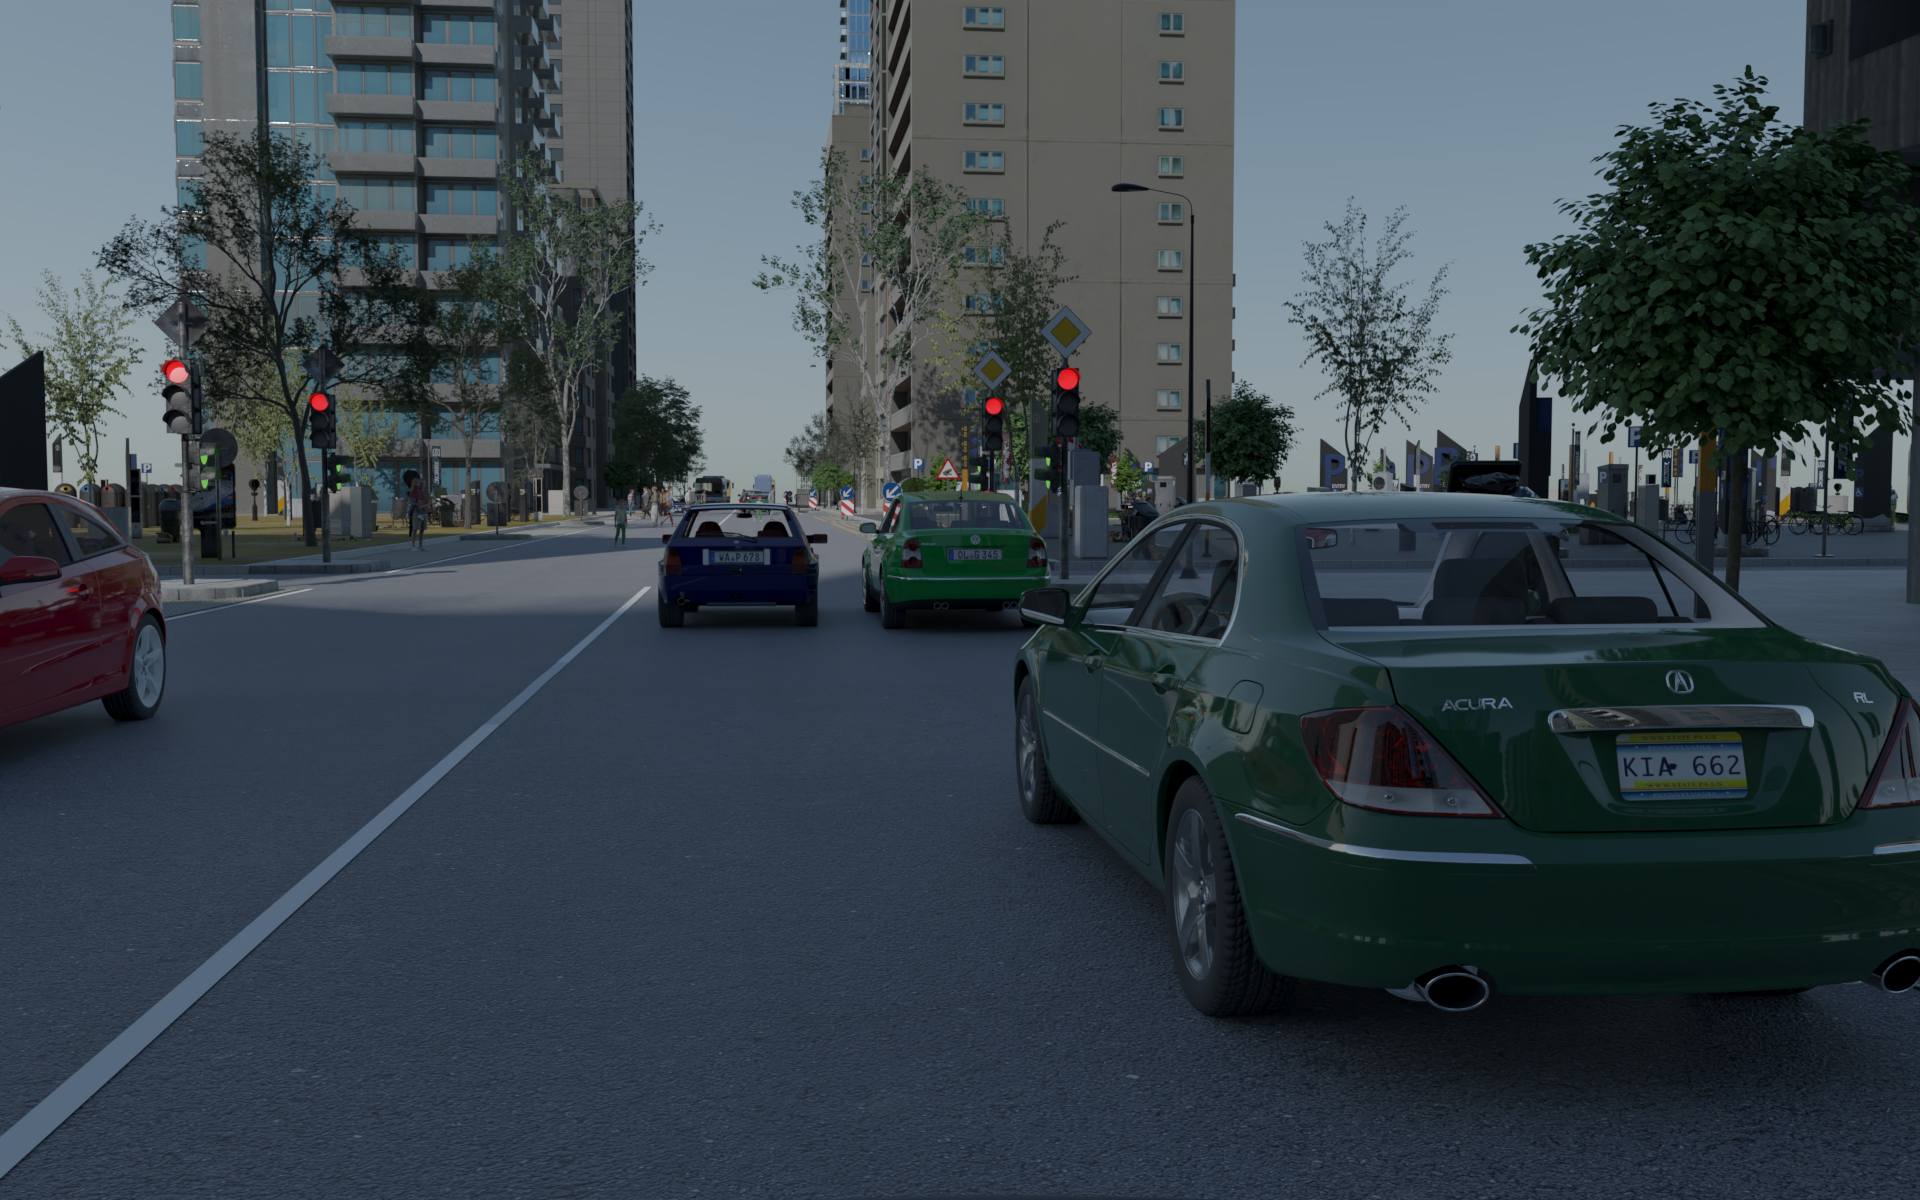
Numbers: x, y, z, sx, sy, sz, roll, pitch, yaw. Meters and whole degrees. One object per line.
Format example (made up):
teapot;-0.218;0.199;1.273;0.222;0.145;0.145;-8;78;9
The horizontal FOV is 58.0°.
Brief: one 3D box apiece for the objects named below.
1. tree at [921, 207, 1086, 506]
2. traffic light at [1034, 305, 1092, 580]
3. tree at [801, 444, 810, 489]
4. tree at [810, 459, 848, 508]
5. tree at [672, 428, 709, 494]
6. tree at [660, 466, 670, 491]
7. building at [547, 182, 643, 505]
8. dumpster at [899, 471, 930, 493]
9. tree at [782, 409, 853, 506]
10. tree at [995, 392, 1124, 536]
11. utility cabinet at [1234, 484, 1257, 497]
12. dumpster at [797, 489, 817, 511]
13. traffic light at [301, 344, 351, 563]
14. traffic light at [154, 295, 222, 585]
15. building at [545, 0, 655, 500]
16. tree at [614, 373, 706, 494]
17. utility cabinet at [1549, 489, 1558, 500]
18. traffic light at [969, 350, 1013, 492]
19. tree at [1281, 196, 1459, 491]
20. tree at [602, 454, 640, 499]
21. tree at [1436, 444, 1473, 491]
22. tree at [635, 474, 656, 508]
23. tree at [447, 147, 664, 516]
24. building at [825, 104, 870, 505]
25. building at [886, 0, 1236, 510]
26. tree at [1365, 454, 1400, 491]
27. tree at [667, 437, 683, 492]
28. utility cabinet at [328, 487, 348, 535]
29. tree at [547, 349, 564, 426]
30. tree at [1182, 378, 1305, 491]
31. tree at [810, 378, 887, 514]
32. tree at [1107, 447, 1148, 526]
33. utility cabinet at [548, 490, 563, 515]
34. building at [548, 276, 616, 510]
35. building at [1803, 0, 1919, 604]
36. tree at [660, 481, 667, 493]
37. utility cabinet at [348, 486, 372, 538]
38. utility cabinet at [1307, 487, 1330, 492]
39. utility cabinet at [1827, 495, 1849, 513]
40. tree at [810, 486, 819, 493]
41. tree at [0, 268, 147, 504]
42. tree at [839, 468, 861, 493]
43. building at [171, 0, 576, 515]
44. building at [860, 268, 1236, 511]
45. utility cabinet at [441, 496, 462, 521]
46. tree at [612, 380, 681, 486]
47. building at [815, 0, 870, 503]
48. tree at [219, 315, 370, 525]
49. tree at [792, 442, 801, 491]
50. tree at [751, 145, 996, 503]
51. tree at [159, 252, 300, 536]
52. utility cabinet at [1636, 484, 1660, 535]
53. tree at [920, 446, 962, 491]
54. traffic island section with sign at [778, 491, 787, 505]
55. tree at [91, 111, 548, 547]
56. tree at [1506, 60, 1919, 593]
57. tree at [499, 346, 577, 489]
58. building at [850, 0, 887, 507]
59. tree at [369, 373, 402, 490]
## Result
tree;1.337;-5.731;44.069;4.737;8.622;4.395;0;3;0
traffic light;1.550;-2.265;25.951;0.839;4.253;0.868;0;4;-7
tree;-12.878;-13.407;169.567;4.360;8.622;3.978;0;3;0
tree;-13.907;-11.909;178.424;4.285;4.588;4.351;0;3;0
tree;-42.362;-20.767;265.290;9.928;11.665;9.643;0;3;0
tree;-34.007;-15.050;196.423;4.360;8.622;3.978;0;3;0
building;-53.905;-31.224;202.386;32.217;40.220;23.993;0;4;-7
dumpster;-1.951;-4.329;73.278;1.502;2.255;1.985;0;4;-7
tree;-15.627;-15.720;191.432;8.767;10.594;7.601;0;4;3
tree;2.663;-4.523;57.672;4.285;4.588;4.351;0;3;0
utility cabinet;6.197;-1.766;37.561;0.318;1.500;1.173;0;4;0
dumpster;-13.234;-8.663;149.852;1.865;1.857;1.264;0;4;-7
traffic light;-11.866;-2.658;32.386;0.839;4.253;0.868;0;4;-7
traffic light;-10.922;-2.173;24.457;0.839;4.253;0.868;0;4;-7
building;-50.502;-48.074;224.261;20.563;71.187;20.611;0;4;-7
tree;-31.892;-16.913;183.176;9.857;13.997;8.962;0;3;0
utility cabinet;28.074;-4.484;81.987;1.173;1.500;0.318;1;4;21
traffic light;0.606;-2.750;33.880;0.839;4.253;0.868;0;4;-7
tree;10.230;-5.712;43.750;4.360;8.622;3.978;0;3;0
tree;-27.375;-9.533;139.572;4.285;4.588;4.351;0;3;0
tree;19.485;-4.481;67.872;1.663;3.219;1.824;0;3;0
tree;-29.562;-10.248;162.157;1.663;3.219;1.824;0;3;0
tree;-23.683;-14.780;97.537;12.611;20.169;13.585;0;3;0
building;-5.432;-36.026;212.723;21.300;48.544;21.600;0;4;-7
building;6.286;-30.454;121.622;21.300;48.544;21.600;0;4;-7
tree;20.273;-5.410;83.059;1.663;3.219;1.824;0;3;0
tree;-34.839;-15.732;207.576;4.737;8.622;4.395;0;3;0
utility cabinet;-19.323;-2.762;53.830;0.318;1.500;1.173;-3;5;-41
tree;-17.931;-7.918;63.867;8.767;10.594;7.601;3;5;40
tree;8.021;-3.982;48.818;4.285;4.588;4.351;0;3;0
tree;-6.289;-9.678;108.604;4.360;8.622;3.978;0;3;0
tree;6.661;-4.659;70.770;1.663;3.219;1.824;0;3;0
utility cabinet;-24.287;-5.883;104.859;1.173;1.500;0.318;0;4;3
building;-45.220;-18.673;150.337;27.650;21.520;28.899;0;4;-7
building;16.749;-15.011;17.132;14.160;30.474;14.107;0;4;-7
tree;-35.025;-12.744;202.962;1.663;3.219;1.824;0;3;0
utility cabinet;-17.551;-2.577;50.805;0.318;1.500;1.173;-2;4;-34
utility cabinet;11.179;-2.771;53.977;0.318;1.500;1.173;2;4;33
utility cabinet;40.864;-4.257;80.770;0.306;1.237;1.020;-2;4;-30
tree;-18.556;-13.982;223.205;1.663;3.219;1.824;0;3;0
tree;-28.245;-6.436;55.595;4.737;8.622;4.395;0;3;0
tree;-8.087;-8.151;127.865;1.663;3.219;1.824;0;3;0
building;-39.953;-30.623;120.292;23.786;49.044;30.456;0;4;-7
building;6.148;-18.572;148.693;27.650;21.520;28.899;0;4;-7
utility cabinet;-22.262;-3.957;75.865;0.306;1.237;1.020;2;4;24
tree;-31.729;-15.523;171.928;7.486;12.596;7.792;0;3;0
building;-9.527;-57.438;251.787;22.319;86.520;31.000;0;4;-7
tree;-27.521;-7.346;70.476;4.737;8.622;4.395;0;3;0
tree;-20.103;-17.077;229.565;4.360;8.622;3.978;0;3;0
tree;-4.769;-14.605;94.684;12.611;20.169;13.585;0;3;0
tree;-22.660;-6.304;53.428;4.360;8.622;3.978;0;3;0
utility cabinet;15.196;-1.813;38.323;0.318;1.500;1.173;1;4;13
tree;-0.871;-4.519;68.482;1.663;3.219;1.824;0;3;0
traffic island section with sign;-24.437;-14.277;242.056;1.989;1.847;2.006;0;4;-7
tree;-16.153;-6.602;42.350;7.601;10.594;8.767;3;4;39
tree;5.958;-1.801;13.167;4.285;4.588;4.351;0;3;0
tree;-21.069;-8.319;86.384;4.360;8.622;3.978;0;3;0
building;-0.237;-44.835;171.302;20.563;71.187;20.611;0;4;-7
tree;-35.824;-9.367;103.505;4.737;8.622;4.395;0;3;0
